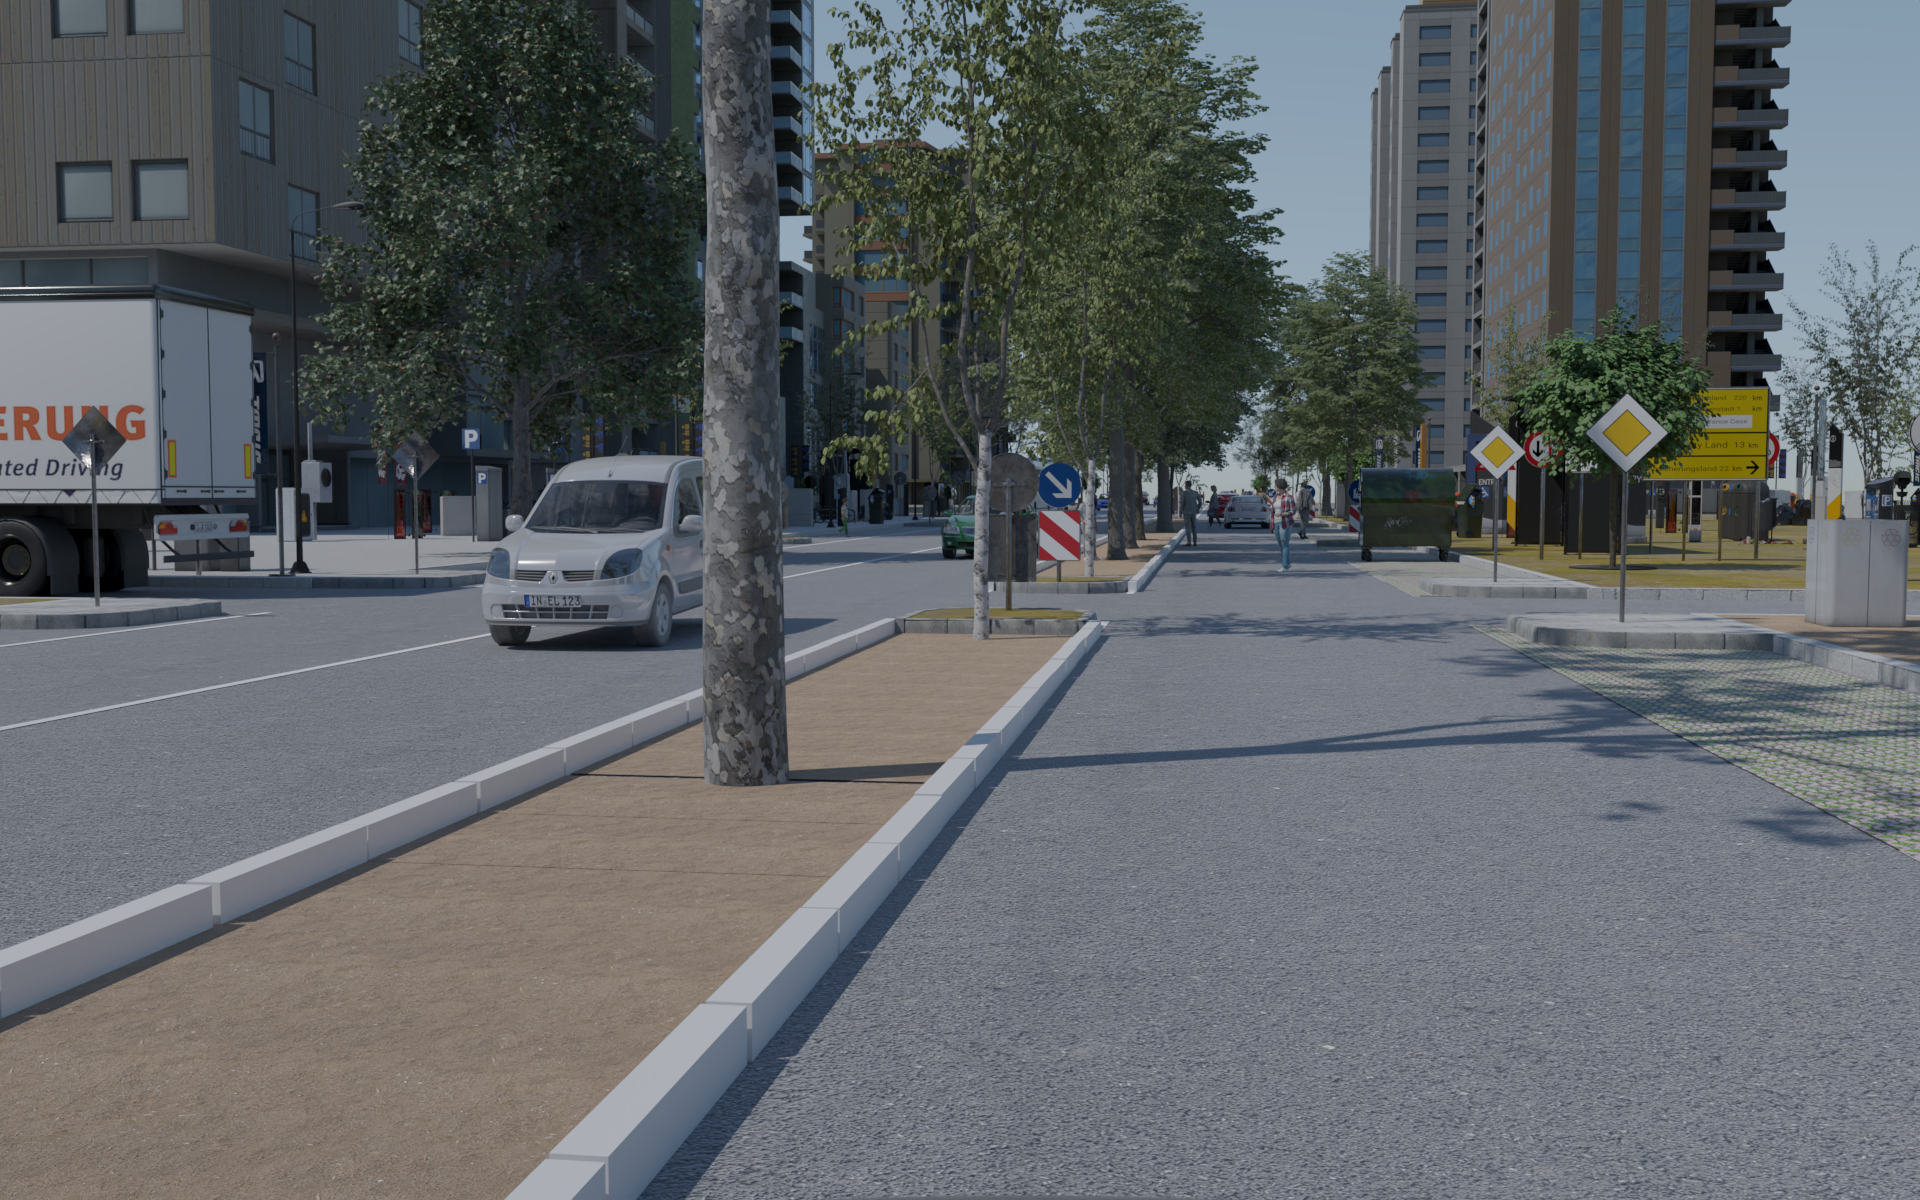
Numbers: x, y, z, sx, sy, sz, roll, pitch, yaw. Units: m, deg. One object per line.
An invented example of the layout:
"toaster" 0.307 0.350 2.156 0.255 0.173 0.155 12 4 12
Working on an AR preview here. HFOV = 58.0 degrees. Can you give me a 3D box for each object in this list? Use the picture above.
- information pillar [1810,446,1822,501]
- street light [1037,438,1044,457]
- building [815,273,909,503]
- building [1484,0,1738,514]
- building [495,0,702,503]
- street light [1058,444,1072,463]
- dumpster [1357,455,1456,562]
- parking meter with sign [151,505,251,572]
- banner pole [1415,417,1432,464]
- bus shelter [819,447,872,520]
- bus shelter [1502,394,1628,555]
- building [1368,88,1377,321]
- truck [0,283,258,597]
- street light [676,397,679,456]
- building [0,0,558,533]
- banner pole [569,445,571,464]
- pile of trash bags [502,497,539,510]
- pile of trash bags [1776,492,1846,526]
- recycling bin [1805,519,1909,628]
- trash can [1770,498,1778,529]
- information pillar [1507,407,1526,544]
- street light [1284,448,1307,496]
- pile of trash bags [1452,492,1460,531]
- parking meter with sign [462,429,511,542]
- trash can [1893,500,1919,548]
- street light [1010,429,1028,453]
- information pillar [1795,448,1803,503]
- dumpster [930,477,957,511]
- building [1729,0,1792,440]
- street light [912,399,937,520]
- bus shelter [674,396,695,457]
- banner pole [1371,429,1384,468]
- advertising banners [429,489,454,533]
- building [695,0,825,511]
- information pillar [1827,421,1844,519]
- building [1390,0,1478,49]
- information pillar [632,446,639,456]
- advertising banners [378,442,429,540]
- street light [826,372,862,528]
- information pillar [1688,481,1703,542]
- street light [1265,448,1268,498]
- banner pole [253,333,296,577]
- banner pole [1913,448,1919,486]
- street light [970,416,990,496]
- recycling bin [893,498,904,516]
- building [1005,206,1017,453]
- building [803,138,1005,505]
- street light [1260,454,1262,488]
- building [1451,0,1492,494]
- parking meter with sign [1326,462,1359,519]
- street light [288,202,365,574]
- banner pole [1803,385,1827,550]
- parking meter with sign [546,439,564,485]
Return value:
"information pillar" 38.317 -5.268 77.479 0.504 3.616 0.183 1 4 20
"street light" 6.867 -10.348 141.733 1.470 5.913 1.316 1 4 8
"building" -20.667 -18.795 152.330 27.650 21.520 28.899 1 4 8
"building" 47.447 -29.266 128.617 14.600 45.320 14.200 1 4 8
"building" -22.693 -25.004 92.403 14.154 41.232 14.086 1 4 8
"street light" 9.711 -11.541 161.232 1.470 5.913 1.316 1 4 8
"dumpster" 9.426 -1.939 36.656 1.985 2.255 1.502 1 4 9
"parking meter with sign" -12.690 -1.990 28.792 1.738 3.016 0.543 1 4 10
"banner pole" 15.106 -4.061 56.414 0.401 3.779 0.863 -2 4 -27
"bus shelter" -5.723 -5.974 88.965 1.731 3.624 6.357 1 4 8
"bus shelter" 13.683 -2.941 39.372 1.731 3.624 6.357 1 4 8
"building" 67.061 -42.604 238.573 21.231 58.520 28.212 1 4 8
"truck" -16.027 -2.206 24.986 11.283 4.237 2.839 0 4 8
"street light" -7.190 -4.568 47.222 1.470 5.913 1.316 1 4 8
"building" -33.228 -29.072 64.560 28.713 52.752 27.495 1 4 8
"banner pole" -13.486 -4.276 59.934 0.401 3.779 0.863 -1 4 -16
"pile of trash bags" -15.871 -3.450 66.159 3.447 1.369 1.912 -2 4 -31
"pile of trash bags" 33.743 -3.701 70.265 3.447 1.369 1.912 -1 4 -16
"recycling bin" 8.778 -0.270 16.971 0.722 1.027 0.722 1 4 8
"trash can" 29.802 -3.198 63.938 0.748 1.137 0.748 0 3 0
"information pillar" 14.250 -3.239 44.313 0.183 3.616 0.504 -2 4 -33
"street light" 23.143 -8.920 118.388 1.470 5.913 1.316 1 4 8
"pile of trash bags" 17.096 -3.083 60.166 3.447 1.369 1.912 0 4 0
"parking meter with sign" -12.748 -3.102 46.984 0.543 3.016 1.738 1 4 18
"trash can" 22.700 -1.825 41.496 0.748 1.137 0.748 0 3 0
"street light" 4.092 -9.198 122.923 1.470 5.913 1.316 1 4 8
"information pillar" 42.609 -5.907 87.928 0.504 3.616 0.183 -2 4 -34
"dumpster" -1.074 -5.995 100.519 1.502 2.255 1.985 1 4 8
"building" 44.994 -28.412 114.652 14.600 45.320 14.200 1 4 8
"street light" -1.664 -6.869 84.845 1.470 5.913 1.316 1 4 8
"bus shelter" -8.891 -5.296 64.216 2.179 5.291 8.768 1 4 8
"banner pole" 15.869 -4.650 66.048 0.401 3.779 0.863 -2 4 -26
"advertising banners" -17.628 -3.721 57.020 2.074 3.025 0.090 0 4 -7
"building" -21.963 -49.378 120.001 22.319 86.520 31.000 1 4 8
"information pillar" 28.132 -3.934 55.679 0.183 3.616 0.504 -2 4 -25
"building" 62.826 -40.886 210.492 21.231 58.520 28.212 1 4 8
"information pillar" -15.881 -5.705 84.634 0.183 3.616 0.504 3 4 36
"advertising banners" -15.926 -3.245 49.237 0.090 3.025 2.074 1 4 22
"street light" -4.409 -5.718 66.031 1.470 5.913 1.316 1 4 8
"information pillar" 19.638 -2.554 46.246 0.304 2.012 0.304 1 4 15
"street light" 31.533 -12.381 174.967 1.470 5.913 1.316 1 4 8
"banner pole" -10.833 -2.260 26.962 0.863 3.779 0.401 0 4 -3
"banner pole" 37.364 -4.734 67.415 0.401 3.779 0.863 0 4 -6
"street light" 1.183 -8.016 103.603 1.470 5.913 1.316 1 4 8
"recycling bin" -3.495 -5.417 101.122 0.722 1.027 0.722 -1 4 -11
"building" -3.663 -36.083 244.576 22.147 44.769 28.867 1 4 8
"building" -7.447 -34.335 216.008 22.147 44.769 28.867 1 4 8
"street light" 35.173 -13.877 199.421 1.470 5.913 1.316 1 4 8
"building" 52.916 -43.220 144.899 20.563 71.187 20.611 1 4 8
"parking meter with sign" 20.113 -5.791 90.940 1.738 3.016 0.543 0 4 7
"street light" -10.143 -3.377 27.757 1.470 5.913 1.316 1 4 8
"banner pole" 19.896 -3.065 40.137 0.863 3.779 0.401 -3 5 -44
"parking meter with sign" -11.815 -3.318 50.505 0.543 3.016 1.738 -1 4 -14
